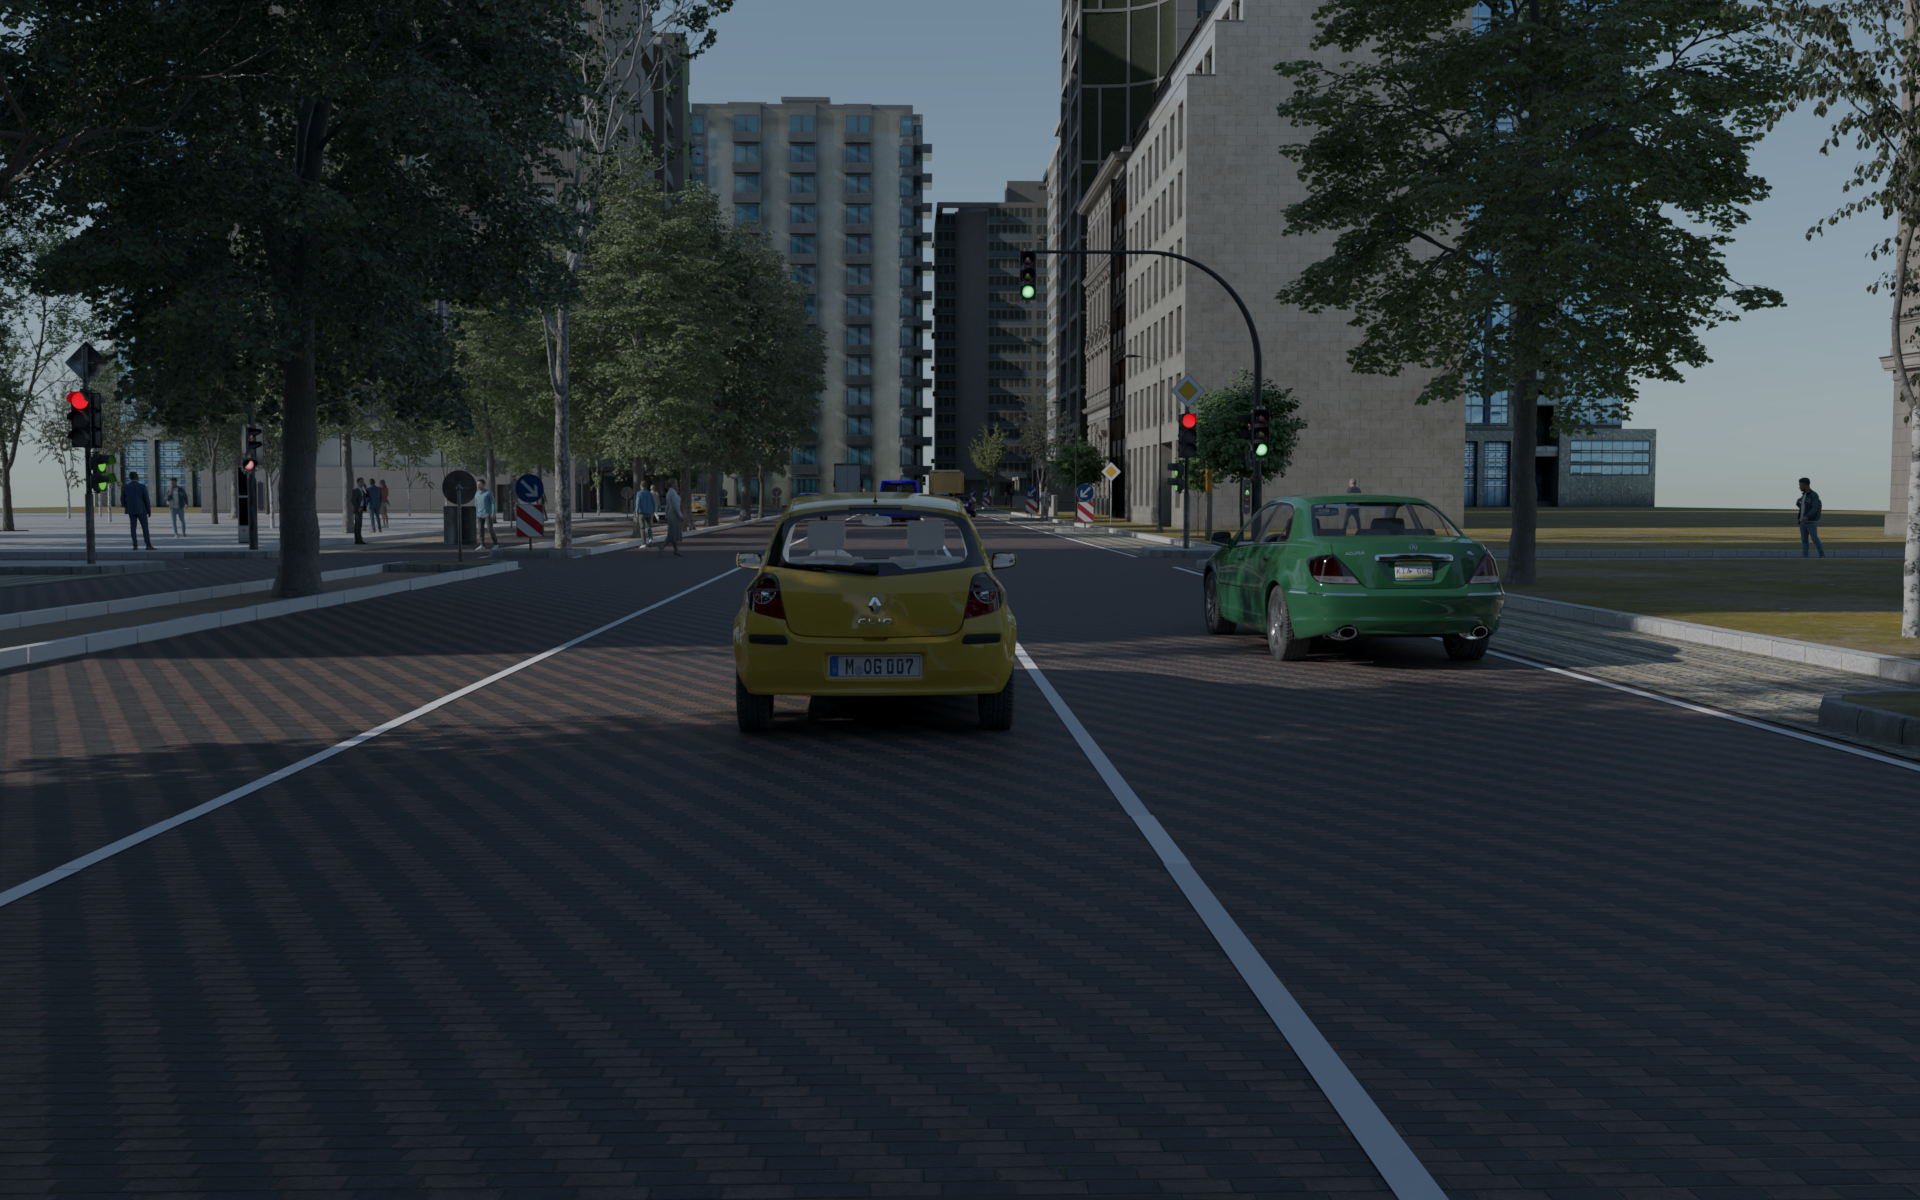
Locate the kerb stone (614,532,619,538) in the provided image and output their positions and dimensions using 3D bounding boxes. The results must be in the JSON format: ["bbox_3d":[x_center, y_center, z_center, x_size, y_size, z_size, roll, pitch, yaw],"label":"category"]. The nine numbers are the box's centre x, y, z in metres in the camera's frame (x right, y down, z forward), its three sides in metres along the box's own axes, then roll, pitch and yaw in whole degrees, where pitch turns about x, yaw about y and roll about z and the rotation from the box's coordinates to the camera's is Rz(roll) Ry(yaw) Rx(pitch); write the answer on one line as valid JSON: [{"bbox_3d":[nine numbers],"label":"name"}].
[{"bbox_3d":[-11.347,-2.099,56.513,0.120,0.150,1.000,0,4,-2],"label":"kerb stone"}]

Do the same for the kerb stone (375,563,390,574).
[{"bbox_3d":[-10.534,-0.559,31.359,0.120,0.150,1.000,0,4,-2],"label":"kerb stone"}]

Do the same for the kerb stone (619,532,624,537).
[{"bbox_3d":[-11.382,-2.161,57.535,0.120,0.150,1.000,0,4,-2],"label":"kerb stone"}]

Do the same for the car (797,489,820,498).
[{"bbox_3d":[-8.108,-5.167,94.066,1.945,1.707,3.694,0,3,0],"label":"car"}]

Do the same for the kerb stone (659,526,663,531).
[{"bbox_3d":[-11.685,-2.726,66.773,0.120,0.150,1.000,0,4,-2],"label":"kerb stone"}]

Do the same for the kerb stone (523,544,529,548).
[{"bbox_3d":[-10.920,-1.284,43.188,0.120,0.150,1.000,0,4,-2],"label":"kerb stone"}]

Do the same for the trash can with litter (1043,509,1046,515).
[{"bbox_3d":[5.256,-5.744,105.294,0.624,1.170,1.055,1,4,13],"label":"trash can with litter"}]

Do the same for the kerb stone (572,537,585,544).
[{"bbox_3d":[-11.143,-1.722,50.353,0.120,0.150,1.000,0,4,-2],"label":"kerb stone"}]

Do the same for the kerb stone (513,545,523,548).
[{"bbox_3d":[-10.884,-1.221,42.166,0.120,0.150,1.000,0,4,-2],"label":"kerb stone"}]

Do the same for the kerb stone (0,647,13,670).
[{"bbox_3d":[-7.876,0.500,14.045,0.120,0.150,1.000,0,4,-2],"label":"kerb stone"}]

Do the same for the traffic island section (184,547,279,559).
[{"bbox_3d":[-16.300,-1.079,39.927,2.009,0.180,2.903,0,4,-2],"label":"traffic island section"}]

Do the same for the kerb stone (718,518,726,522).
[{"bbox_3d":[-12.458,-4.167,90.319,0.120,0.150,1.000,0,4,-2],"label":"kerb stone"}]

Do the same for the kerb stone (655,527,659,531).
[{"bbox_3d":[-11.641,-2.663,65.752,0.120,0.150,1.000,0,4,-2],"label":"kerb stone"}]

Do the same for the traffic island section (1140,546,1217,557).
[{"bbox_3d":[5.330,-1.122,40.623,2.009,0.180,2.903,0,4,-2],"label":"traffic island section"}]

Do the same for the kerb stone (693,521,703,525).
[{"bbox_3d":[-12.121,-3.541,80.090,0.120,0.150,1.000,0,4,-2],"label":"kerb stone"}]

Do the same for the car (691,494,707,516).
[{"bbox_3d":[-15.802,-5.734,103.980,2.015,1.641,3.980,0,4,-2],"label":"car"}]

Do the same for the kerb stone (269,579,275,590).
[{"bbox_3d":[-10.363,-0.244,26.225,0.120,0.150,1.000,0,4,-2],"label":"kerb stone"}]

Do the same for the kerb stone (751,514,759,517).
[{"bbox_3d":[-13.121,-5.418,110.776,0.120,0.150,1.000,0,4,-2],"label":"kerb stone"}]

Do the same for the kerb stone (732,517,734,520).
[{"bbox_3d":[-12.580,-4.416,94.410,0.120,0.150,1.000,0,4,-2],"label":"kerb stone"}]

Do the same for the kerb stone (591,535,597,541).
[{"bbox_3d":[-11.211,-1.839,52.411,0.120,0.150,1.000,0,4,-2],"label":"kerb stone"}]

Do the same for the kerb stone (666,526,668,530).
[{"bbox_3d":[-11.750,-2.852,68.828,0.120,0.150,1.000,0,4,-2],"label":"kerb stone"}]

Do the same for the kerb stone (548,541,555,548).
[{"bbox_3d":[-11.018,-1.472,46.259,0.120,0.150,1.000,0,4,-2],"label":"kerb stone"}]

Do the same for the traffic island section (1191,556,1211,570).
[{"bbox_3d":[5.589,-0.634,32.642,2.009,0.180,2.903,0,4,-2],"label":"traffic island section"}]

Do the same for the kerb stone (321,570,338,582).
[{"bbox_3d":[-10.429,-0.372,28.276,0.120,0.150,1.000,0,4,-2],"label":"kerb stone"}]

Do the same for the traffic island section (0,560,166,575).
[{"bbox_3d":[-16.041,-0.591,31.946,2.009,0.180,2.903,0,4,-2],"label":"traffic island section"}]

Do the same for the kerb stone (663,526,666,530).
[{"bbox_3d":[-11.722,-2.785,67.795,0.120,0.150,1.000,0,4,-2],"label":"kerb stone"}]

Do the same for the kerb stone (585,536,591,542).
[{"bbox_3d":[-11.187,-1.782,51.374,0.120,0.150,1.000,0,4,-2],"label":"kerb stone"}]

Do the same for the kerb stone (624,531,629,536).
[{"bbox_3d":[-11.421,-2.224,58.560,0.120,0.150,1.000,0,4,-2],"label":"kerb stone"}]

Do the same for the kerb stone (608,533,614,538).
[{"bbox_3d":[-11.322,-2.036,55.488,0.120,0.150,1.000,0,4,-2],"label":"kerb stone"}]

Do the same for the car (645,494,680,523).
[{"bbox_3d":[-14.588,-4.654,85.872,2.009,1.686,4.222,0,4,-1],"label":"car"}]

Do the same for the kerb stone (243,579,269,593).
[{"bbox_3d":[-10.333,-0.183,25.200,0.120,0.150,1.000,0,4,-2],"label":"kerb stone"}]

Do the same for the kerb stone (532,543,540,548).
[{"bbox_3d":[-10.956,-1.347,44.215,0.120,0.150,1.000,0,4,-2],"label":"kerb stone"}]

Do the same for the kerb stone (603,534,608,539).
[{"bbox_3d":[-11.283,-1.973,54.466,0.120,0.150,1.000,0,4,-2],"label":"kerb stone"}]

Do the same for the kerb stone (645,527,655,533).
[{"bbox_3d":[-11.613,-2.595,64.716,0.120,0.150,1.000,0,4,-2],"label":"kerb stone"}]

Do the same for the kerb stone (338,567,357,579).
[{"bbox_3d":[-10.468,-0.434,29.308,0.120,0.150,1.000,0,4,-2],"label":"kerb stone"}]

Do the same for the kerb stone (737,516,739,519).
[{"bbox_3d":[-12.693,-4.604,97.478,0.120,0.150,1.000,0,4,-2],"label":"kerb stone"}]

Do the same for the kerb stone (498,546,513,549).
[{"bbox_3d":[-10.855,-1.155,41.143,0.120,0.150,1.000,0,4,-2],"label":"kerb stone"}]

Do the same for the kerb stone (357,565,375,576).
[{"bbox_3d":[-10.497,-0.496,30.333,0.120,0.150,1.000,0,4,-2],"label":"kerb stone"}]

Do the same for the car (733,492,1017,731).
[{"bbox_3d":[-0.574,-0.105,11.934,2.015,1.641,3.980,0,4,-2],"label":"car"}]

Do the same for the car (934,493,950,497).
[{"bbox_3d":[-1.401,-7.273,128.502,1.945,1.707,3.694,0,4,-3],"label":"car"}]

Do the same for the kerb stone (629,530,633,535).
[{"bbox_3d":[-11.459,-2.277,59.588,0.120,0.150,1.000,0,4,-2],"label":"kerb stone"}]

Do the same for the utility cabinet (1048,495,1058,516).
[{"bbox_3d":[5.322,-5.444,100.169,0.306,1.237,1.020,-1,4,-20],"label":"utility cabinet"}]

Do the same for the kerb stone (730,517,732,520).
[{"bbox_3d":[-12.548,-4.349,93.387,0.120,0.150,1.000,0,4,-2],"label":"kerb stone"}]

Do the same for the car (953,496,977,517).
[{"bbox_3d":[0.095,-5.832,107.928,1.945,1.354,3.894,0,4,-1],"label":"car"}]

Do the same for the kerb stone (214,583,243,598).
[{"bbox_3d":[-10.298,-0.121,24.175,0.120,0.150,1.000,0,4,-2],"label":"kerb stone"}]

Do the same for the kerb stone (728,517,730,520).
[{"bbox_3d":[-12.518,-4.291,92.365,0.120,0.150,1.000,0,4,-2],"label":"kerb stone"}]

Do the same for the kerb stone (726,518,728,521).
[{"bbox_3d":[-12.489,-4.229,91.343,0.120,0.150,1.000,0,4,-2],"label":"kerb stone"}]

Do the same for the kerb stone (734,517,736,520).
[{"bbox_3d":[-12.612,-4.479,95.432,0.120,0.150,1.000,0,4,-2],"label":"kerb stone"}]

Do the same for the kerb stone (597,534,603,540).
[{"bbox_3d":[-11.251,-1.910,53.432,0.120,0.150,1.000,0,4,-2],"label":"kerb stone"}]

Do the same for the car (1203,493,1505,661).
[{"bbox_3d":[3.540,-0.278,16.338,2.131,1.459,4.920,0,4,-3],"label":"car"}]

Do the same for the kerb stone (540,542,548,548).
[{"bbox_3d":[-10.993,-1.409,45.237,0.120,0.150,1.000,0,4,-2],"label":"kerb stone"}]
